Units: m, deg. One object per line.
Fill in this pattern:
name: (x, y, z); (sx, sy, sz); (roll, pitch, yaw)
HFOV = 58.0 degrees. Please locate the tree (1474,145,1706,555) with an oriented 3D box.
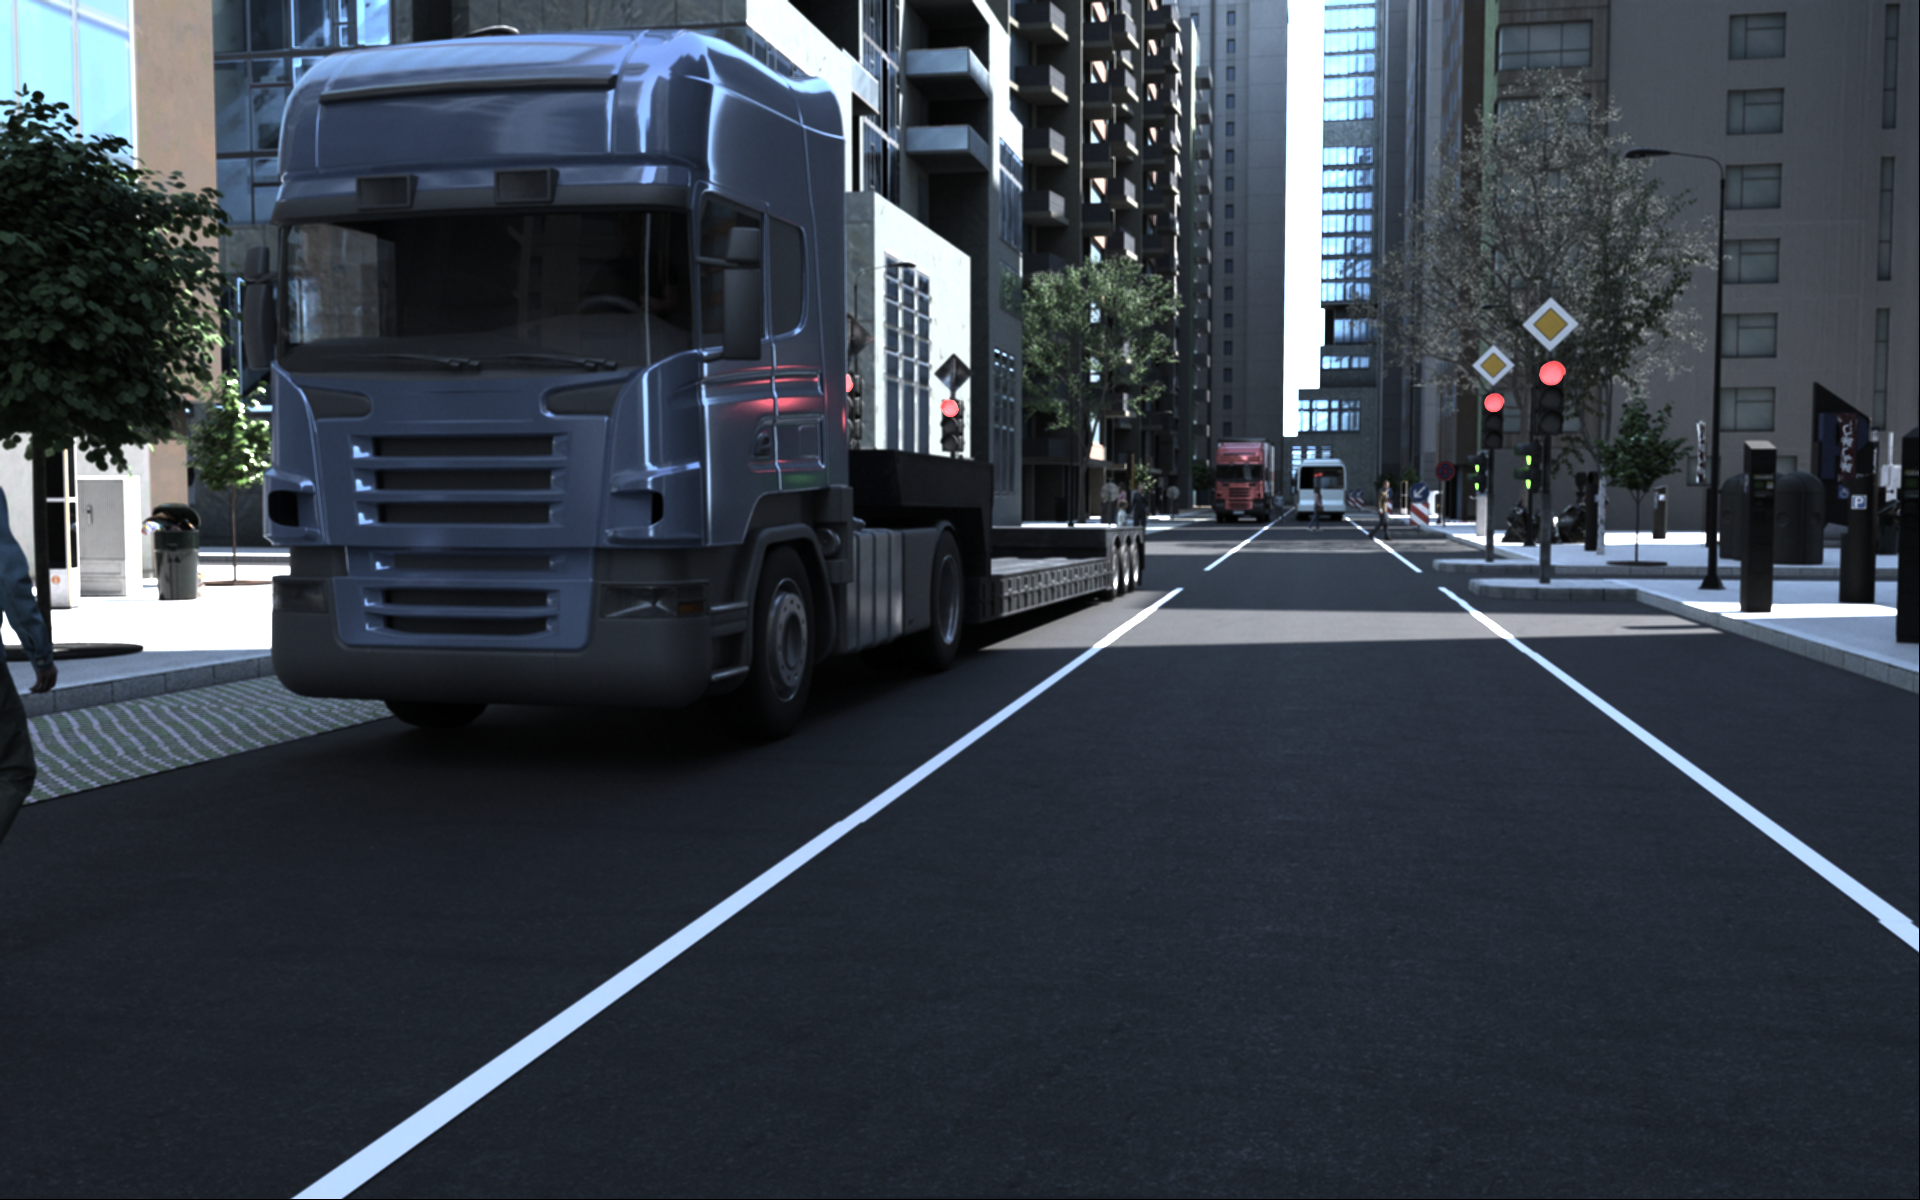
tree: (13.382, -5.272, 36.553); (4.360, 8.622, 3.978); (0, 3, 0)

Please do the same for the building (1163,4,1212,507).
building: (9.432, -33.860, 173.213); (30.456, 49.044, 23.786); (1, 4, 12)

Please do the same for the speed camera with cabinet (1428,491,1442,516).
speed camera with cabinet: (28.414, -6.542, 101.303); (2.038, 3.252, 0.660); (-1, 4, -17)

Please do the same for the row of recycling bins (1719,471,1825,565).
row of recycling bins: (15.394, -1.583, 32.992); (1.069, 1.692, 3.534); (0, 4, 5)

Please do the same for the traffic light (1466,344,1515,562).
traffic light: (9.983, -2.672, 32.600); (0.839, 4.253, 0.868); (1, 4, 12)

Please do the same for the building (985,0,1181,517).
building: (4.185, -28.791, 125.352); (22.147, 44.769, 28.867); (1, 4, 12)

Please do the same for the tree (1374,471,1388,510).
tree: (33.059, -8.477, 133.202); (1.663, 3.219, 1.824); (0, 3, 0)

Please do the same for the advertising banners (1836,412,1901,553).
advertising banners: (19.732, -2.513, 37.268); (2.074, 3.025, 0.090); (-1, 4, -9)

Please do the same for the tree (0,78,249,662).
tree: (-7.286, -1.843, 13.846); (4.285, 4.588, 4.351); (0, 3, 0)

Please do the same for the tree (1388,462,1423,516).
tree: (26.851, -6.680, 103.823); (1.663, 3.219, 1.824); (0, 3, 0)

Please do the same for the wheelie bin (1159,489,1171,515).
wheelie bin: (12.870, -6.166, 108.715); (0.693, 1.594, 0.980); (1, 4, 22)

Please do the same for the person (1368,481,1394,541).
person: (12.992, -2.746, 53.303); (0.836, 1.842, 0.656); (0, 4, -2)

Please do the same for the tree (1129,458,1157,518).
tree: (9.748, -5.998, 92.669); (1.663, 3.219, 1.824); (0, 3, 0)

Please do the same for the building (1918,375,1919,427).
building: (97.057, -30.714, 156.796); (28.867, 44.769, 22.147); (1, 4, 12)

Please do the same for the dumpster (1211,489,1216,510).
dumpster: (20.701, -7.829, 136.218); (1.865, 1.857, 1.264); (1, 4, 13)

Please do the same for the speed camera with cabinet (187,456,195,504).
speed camera with cabinet: (-17.723, -2.704, 38.551); (0.660, 3.252, 2.038); (0, 4, -1)

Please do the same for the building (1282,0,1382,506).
building: (53.045, -54.076, 196.819); (31.000, 86.520, 22.319); (1, 4, 12)

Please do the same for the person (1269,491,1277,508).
person: (31.345, -10.004, 172.854); (0.721, 1.735, 1.217); (-3, 4, -36)

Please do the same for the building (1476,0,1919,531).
building: (26.996, -23.354, 65.426); (14.154, 41.232, 14.086); (1, 4, 12)

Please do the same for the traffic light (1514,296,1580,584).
traffic light: (8.385, -2.193, 24.776); (0.839, 4.253, 0.868); (1, 4, 12)

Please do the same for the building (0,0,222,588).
building: (-19.883, -22.658, 20.571); (14.200, 45.320, 14.600); (1, 4, 12)

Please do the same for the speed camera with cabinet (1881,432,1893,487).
speed camera with cabinet: (29.941, -3.694, 54.728); (0.660, 3.252, 2.038); (0, 4, -3)

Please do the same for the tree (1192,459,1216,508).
tree: (21.690, -10.606, 157.126); (4.285, 4.588, 4.351); (0, 3, 0)

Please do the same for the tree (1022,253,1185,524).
tree: (5.379, -9.054, 73.787); (9.928, 11.665, 9.643); (0, 3, 0)

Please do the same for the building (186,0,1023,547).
building: (-9.654, -45.217, 51.966); (22.319, 86.520, 31.000); (1, 4, 12)

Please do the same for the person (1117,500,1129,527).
person: (3.808, -1.681, 40.268); (0.394, 1.301, 0.425); (-2, 4, -24)

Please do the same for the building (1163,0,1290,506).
building: (23.872, -40.415, 202.778); (28.212, 58.520, 21.231); (1, 4, 12)

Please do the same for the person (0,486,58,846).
person: (-3.099, 0.219, 5.258); (0.601, 1.785, 0.444); (1, 4, 13)

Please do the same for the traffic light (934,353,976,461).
traffic light: (-0.123, -2.796, 34.641); (0.839, 4.253, 0.868); (1, 4, 12)

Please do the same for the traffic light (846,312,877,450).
traffic light: (-1.722, -2.318, 26.817); (0.839, 4.253, 0.868); (1, 4, 12)

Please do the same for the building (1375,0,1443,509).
building: (50.144, -37.952, 162.508); (21.231, 58.520, 28.212); (1, 4, 12)

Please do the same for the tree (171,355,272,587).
tree: (-10.167, -1.813, 24.250); (1.663, 3.219, 1.824); (0, 3, 0)

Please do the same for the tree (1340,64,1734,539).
tree: (16.172, -8.478, 48.992); (12.009, 13.543, 11.850); (0, 3, 0)

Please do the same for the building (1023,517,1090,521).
building: (-2.058, -26.913, 94.656); (22.147, 44.769, 28.867); (1, 4, 12)

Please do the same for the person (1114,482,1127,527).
person: (5.292, -2.976, 57.165); (0.388, 1.821, 0.555); (-2, 4, -24)

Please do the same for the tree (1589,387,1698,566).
tree: (12.181, -2.250, 31.395); (1.663, 3.219, 1.824); (0, 3, 0)

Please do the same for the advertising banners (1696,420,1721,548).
advertising banners: (18.158, -2.789, 41.784); (2.074, 3.025, 0.090); (-3, 5, -44)

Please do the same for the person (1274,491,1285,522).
person: (16.534, -4.855, 89.693); (0.589, 1.601, 0.330); (0, 4, 2)

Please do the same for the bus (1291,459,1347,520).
bus: (20.332, -6.321, 98.212); (2.948, 3.499, 13.247); (1, 4, 10)

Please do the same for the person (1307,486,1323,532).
person: (13.575, -3.489, 66.130); (0.643, 1.750, 0.593); (0, 4, 3)

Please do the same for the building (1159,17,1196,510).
building: (12.167, -28.264, 145.713); (14.154, 41.232, 14.086); (1, 4, 12)

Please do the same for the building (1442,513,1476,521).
building: (31.806, -26.714, 86.879); (14.600, 45.320, 14.200); (1, 4, 12)

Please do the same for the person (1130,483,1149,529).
person: (5.701, -2.818, 54.988); (0.576, 1.772, 0.534); (0, 4, -3)

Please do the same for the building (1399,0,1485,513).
building: (43.971, -30.102, 142.280); (14.600, 45.320, 14.200); (1, 4, 12)
